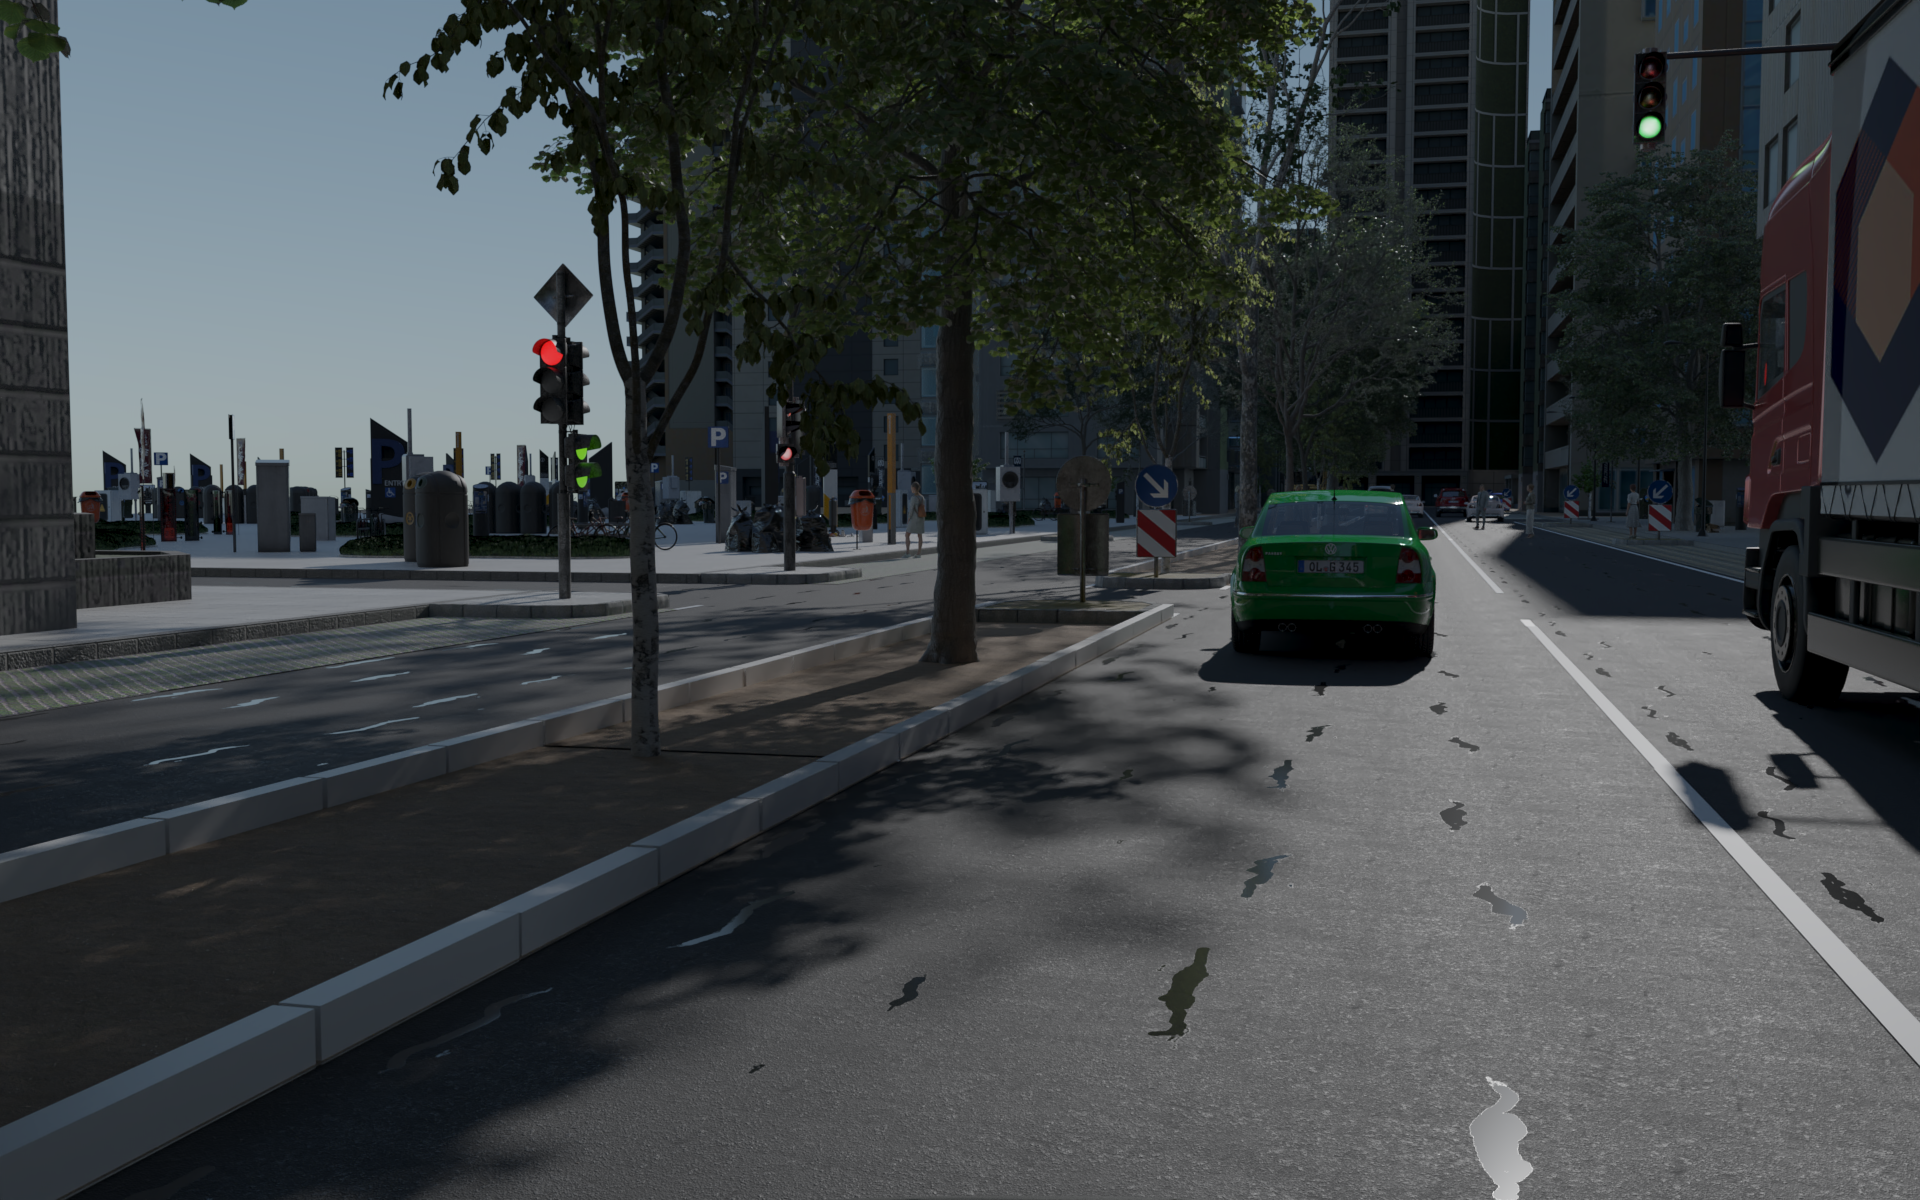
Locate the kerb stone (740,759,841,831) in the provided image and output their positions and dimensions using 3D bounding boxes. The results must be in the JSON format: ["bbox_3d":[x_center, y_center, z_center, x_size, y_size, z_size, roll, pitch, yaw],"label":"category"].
[{"bbox_3d":[-0.767,0.882,7.819,0.120,0.150,1.000,1,4,14],"label":"kerb stone"}]

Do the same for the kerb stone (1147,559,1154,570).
[{"bbox_3d":[3.496,-0.642,32.684,0.120,0.150,1.000,1,4,14],"label":"kerb stone"}]

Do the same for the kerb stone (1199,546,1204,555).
[{"bbox_3d":[5.545,-1.126,40.621,0.120,0.150,1.000,1,4,14],"label":"kerb stone"}]

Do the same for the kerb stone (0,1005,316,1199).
[{"bbox_3d":[-1.791,1.122,3.852,0.120,0.150,1.000,1,4,14],"label":"kerb stone"}]

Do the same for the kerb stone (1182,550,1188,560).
[{"bbox_3d":[4.779,-0.945,37.651,0.120,0.150,1.000,1,4,14],"label":"kerb stone"}]

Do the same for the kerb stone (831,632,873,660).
[{"bbox_3d":[-1.001,0.422,15.298,0.120,0.150,1.000,1,4,14],"label":"kerb stone"}]

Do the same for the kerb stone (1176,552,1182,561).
[{"bbox_3d":[4.526,-0.885,36.660,0.120,0.150,1.000,1,4,14],"label":"kerb stone"}]

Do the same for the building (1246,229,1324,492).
[{"bbox_3d":[32.907,-25.652,191.106,14.107,30.474,14.160,1,4,14],"label":"building"}]

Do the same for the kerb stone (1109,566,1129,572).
[{"bbox_3d":[2.724,-0.459,29.705,0.120,0.150,1.000,1,4,14],"label":"kerb stone"}]

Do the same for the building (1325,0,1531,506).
[{"bbox_3d":[50.943,-45.900,188.720,20.611,71.187,20.563,1,4,14],"label":"building"}]

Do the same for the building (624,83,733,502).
[{"bbox_3d":[-25.703,-32.574,182.689,14.200,45.320,14.600,1,4,14],"label":"building"}]

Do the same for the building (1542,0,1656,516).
[{"bbox_3d":[48.112,-29.493,105.919,21.300,48.544,21.600,1,4,14],"label":"building"}]

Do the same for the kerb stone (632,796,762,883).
[{"bbox_3d":[-1.028,0.943,6.828,0.120,0.150,1.000,1,4,14],"label":"kerb stone"}]

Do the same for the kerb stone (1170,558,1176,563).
[{"bbox_3d":[4.268,-0.822,35.661,0.120,0.150,1.000,1,4,14],"label":"kerb stone"}]

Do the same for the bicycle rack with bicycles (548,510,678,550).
[{"bbox_3d":[-7.877,-1.582,39.240,2.925,0.926,2.852,-1,4,-14],"label":"bicycle rack with bicycles"}]

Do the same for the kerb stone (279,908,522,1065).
[{"bbox_3d":[-1.535,1.061,4.841,0.120,0.150,1.000,1,4,14],"label":"kerb stone"}]

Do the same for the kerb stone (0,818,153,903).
[{"bbox_3d":[-3.316,0.969,6.360,0.120,0.150,1.000,1,4,14],"label":"kerb stone"}]

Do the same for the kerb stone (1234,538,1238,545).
[{"bbox_3d":[7.604,-1.613,48.568,0.120,0.150,1.000,1,4,14],"label":"kerb stone"}]

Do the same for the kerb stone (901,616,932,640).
[{"bbox_3d":[-0.489,0.300,17.285,0.120,0.150,1.000,1,4,14],"label":"kerb stone"}]

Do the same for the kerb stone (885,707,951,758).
[{"bbox_3d":[-0.254,0.758,9.803,0.120,0.150,1.000,1,4,14],"label":"kerb stone"}]

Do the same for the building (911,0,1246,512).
[{"bbox_3d":[9.924,-31.397,132.957,23.786,49.044,30.456,1,4,14],"label":"building"}]

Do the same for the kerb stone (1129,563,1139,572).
[{"bbox_3d":[2.987,-0.518,30.693,0.120,0.150,1.000,1,4,14],"label":"kerb stone"}]

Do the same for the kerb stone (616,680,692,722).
[{"bbox_3d":[-2.027,0.665,11.317,0.120,0.150,1.000,1,4,14],"label":"kerb stone"}]

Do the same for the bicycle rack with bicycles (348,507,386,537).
[{"bbox_3d":[-15.386,-2.055,46.984,2.852,0.926,2.925,0,4,-3],"label":"bicycle rack with bicycles"}]

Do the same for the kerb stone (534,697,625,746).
[{"bbox_3d":[-2.286,0.726,10.327,0.120,0.150,1.000,1,4,14],"label":"kerb stone"}]

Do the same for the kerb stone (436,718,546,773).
[{"bbox_3d":[-2.541,0.788,9.334,0.120,0.150,1.000,1,4,14],"label":"kerb stone"}]

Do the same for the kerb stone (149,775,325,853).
[{"bbox_3d":[-3.061,0.908,7.351,0.120,0.150,1.000,1,4,14],"label":"kerb stone"}]

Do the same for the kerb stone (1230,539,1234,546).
[{"bbox_3d":[7.346,-1.552,47.578,0.120,0.150,1.000,1,4,14],"label":"kerb stone"}]

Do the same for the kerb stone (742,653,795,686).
[{"bbox_3d":[-1.514,0.546,13.307,0.120,0.150,1.000,1,4,14],"label":"kerb stone"}]

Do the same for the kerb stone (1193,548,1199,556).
[{"bbox_3d":[5.289,-1.066,39.631,0.120,0.150,1.000,1,4,14],"label":"kerb stone"}]

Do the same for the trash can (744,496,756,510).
[{"bbox_3d":[-12.902,-5.805,106.560,0.748,1.137,0.748,0,3,0],"label":"trash can"}]

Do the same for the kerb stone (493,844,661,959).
[{"bbox_3d":[-1.282,1.006,5.832,0.120,0.150,1.000,1,4,14],"label":"kerb stone"}]

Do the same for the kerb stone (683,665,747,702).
[{"bbox_3d":[-1.775,0.607,12.319,0.120,0.150,1.000,1,4,14],"label":"kerb stone"}]

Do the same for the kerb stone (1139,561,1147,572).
[{"bbox_3d":[3.243,-0.580,31.684,0.120,0.150,1.000,1,4,14],"label":"kerb stone"}]

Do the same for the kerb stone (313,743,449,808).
[{"bbox_3d":[-2.799,0.849,8.344,0.120,0.150,1.000,1,4,14],"label":"kerb stone"}]

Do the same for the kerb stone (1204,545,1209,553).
[{"bbox_3d":[5.809,-1.188,41.617,0.120,0.150,1.000,1,4,14],"label":"kerb stone"}]

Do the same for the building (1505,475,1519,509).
[{"bbox_3d":[66.089,-28.300,154.579,32.217,40.220,23.993,1,4,14],"label":"building"}]

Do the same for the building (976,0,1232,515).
[{"bbox_3d":[9.471,-26.091,110.178,14.154,41.232,14.086,1,4,14],"label":"building"}]

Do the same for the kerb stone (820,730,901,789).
[{"bbox_3d":[-0.511,0.819,8.814,0.120,0.150,1.000,1,4,14],"label":"kerb stone"}]

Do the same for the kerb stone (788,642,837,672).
[{"bbox_3d":[-1.257,0.483,14.302,0.120,0.150,1.000,1,4,14],"label":"kerb stone"}]

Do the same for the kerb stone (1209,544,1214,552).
[{"bbox_3d":[6.063,-1.249,42.612,0.120,0.150,1.000,1,4,14],"label":"kerb stone"}]

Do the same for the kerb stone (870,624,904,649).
[{"bbox_3d":[-0.747,0.361,16.296,0.120,0.150,1.000,1,4,14],"label":"kerb stone"}]

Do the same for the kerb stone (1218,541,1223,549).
[{"bbox_3d":[6.584,-1.370,44.599,0.120,0.150,1.000,1,4,14],"label":"kerb stone"}]

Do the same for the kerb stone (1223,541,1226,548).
[{"bbox_3d":[6.834,-1.431,45.591,0.120,0.150,1.000,1,4,14],"label":"kerb stone"}]

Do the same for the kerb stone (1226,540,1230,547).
[{"bbox_3d":[7.091,-1.492,46.583,0.120,0.150,1.000,1,4,14],"label":"kerb stone"}]

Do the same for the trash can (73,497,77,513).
[{"bbox_3d":[-50.637,-5.319,98.616,0.748,1.137,0.748,0,3,0],"label":"trash can"}]

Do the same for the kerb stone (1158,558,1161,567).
[{"bbox_3d":[3.750,-0.702,33.675,0.120,0.150,1.000,1,4,14],"label":"kerb stone"}]

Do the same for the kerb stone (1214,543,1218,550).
[{"bbox_3d":[6.318,-1.310,43.612,0.120,0.150,1.000,1,4,14],"label":"kerb stone"}]

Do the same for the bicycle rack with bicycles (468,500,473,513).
[{"bbox_3d":[-29.876,-5.473,102.862,2.852,0.926,2.925,2,4,30],"label":"bicycle rack with bicycles"}]

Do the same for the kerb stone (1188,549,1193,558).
[{"bbox_3d":[5.024,-1.006,38.643,0.120,0.150,1.000,1,4,14],"label":"kerb stone"}]

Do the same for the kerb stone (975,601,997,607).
[{"bbox_3d":[0.285,0.122,20.262,0.120,0.150,1.000,1,4,14],"label":"kerb stone"}]

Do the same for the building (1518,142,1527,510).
[{"bbox_3d":[52.258,-22.453,138.803,14.160,30.474,14.107,1,4,14],"label":"building"}]

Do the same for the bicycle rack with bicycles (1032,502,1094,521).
[{"bbox_3d":[5.052,-4.296,83.617,2.925,0.926,2.852,0,4,8],"label":"bicycle rack with bicycles"}]

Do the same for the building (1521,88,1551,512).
[{"bbox_3d":[48.807,-21.603,124.904,14.160,30.474,14.107,1,4,14],"label":"building"}]
